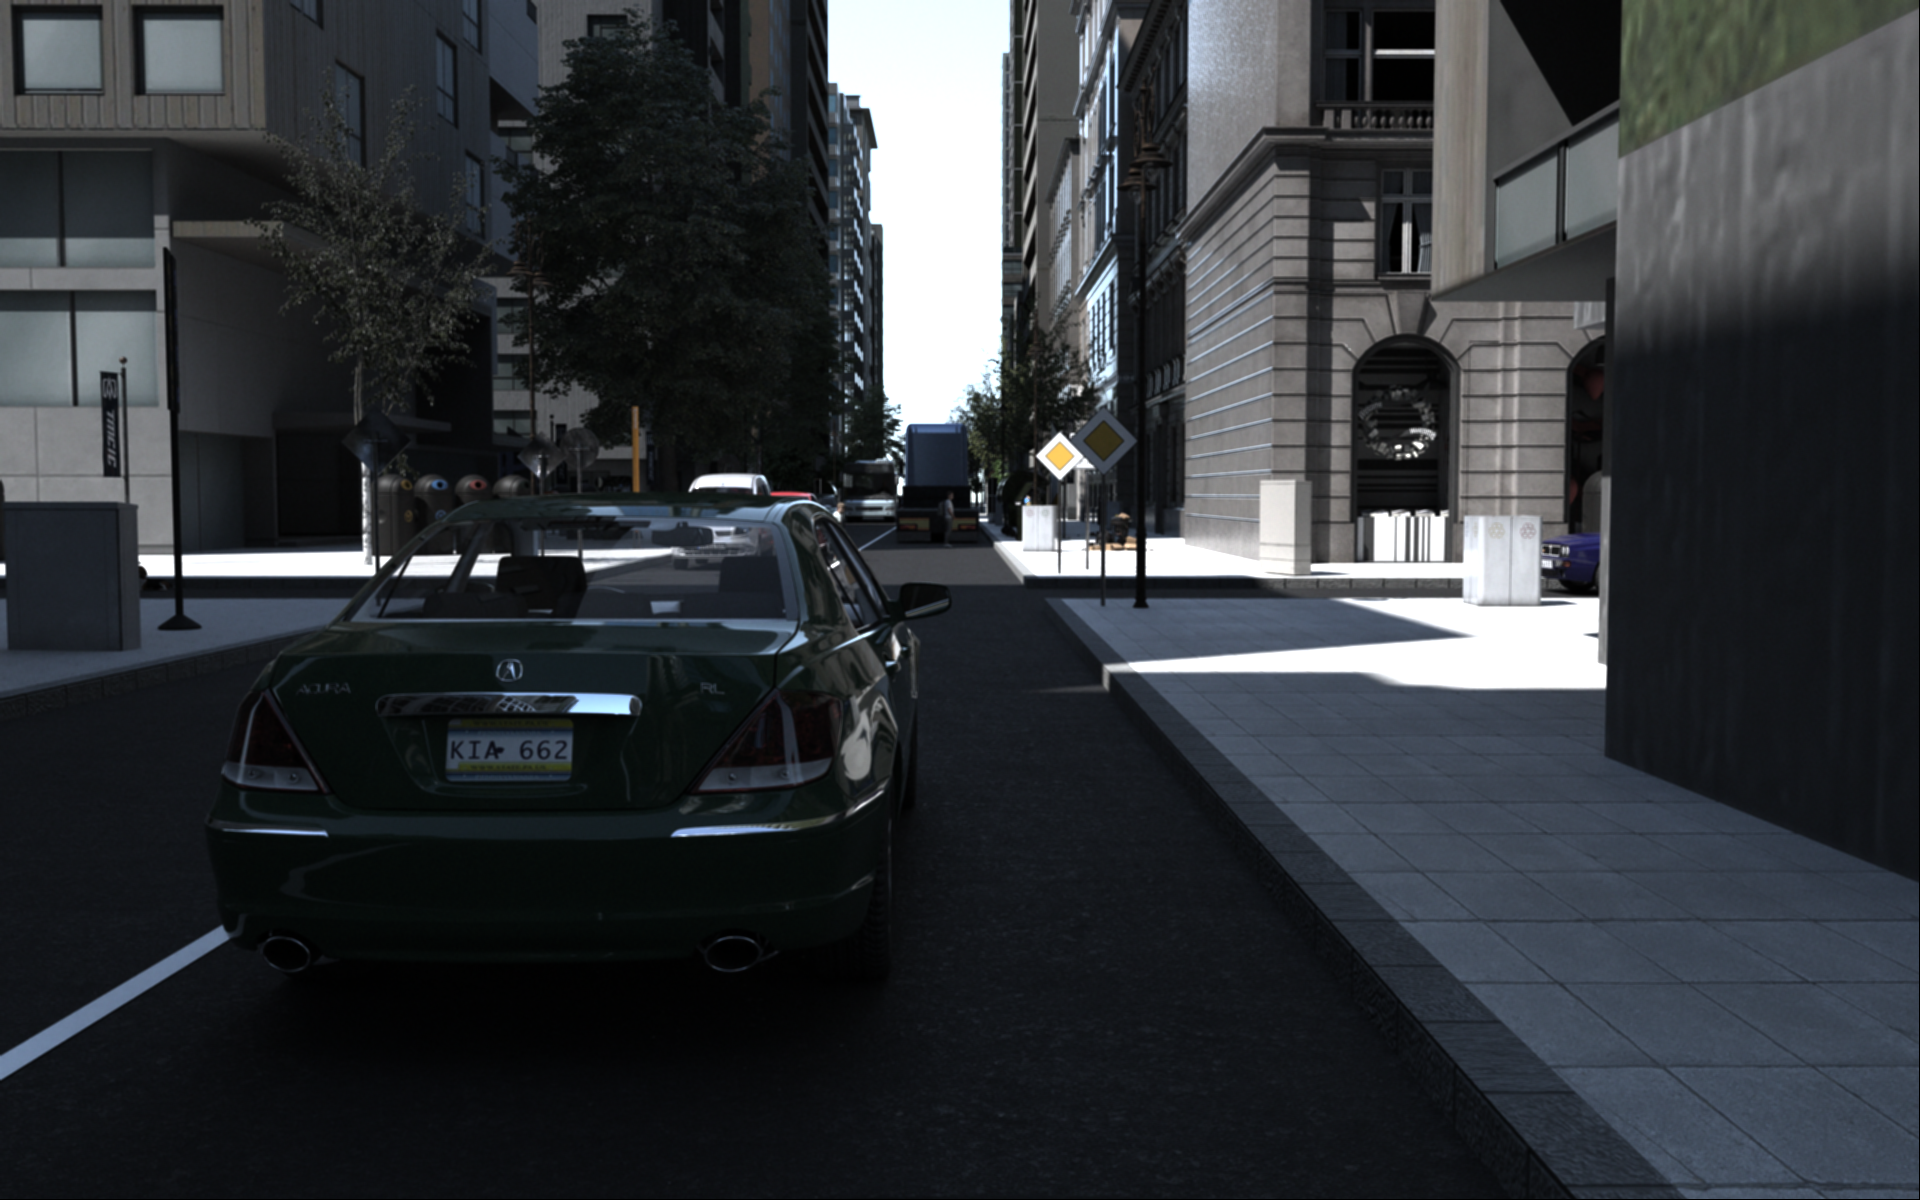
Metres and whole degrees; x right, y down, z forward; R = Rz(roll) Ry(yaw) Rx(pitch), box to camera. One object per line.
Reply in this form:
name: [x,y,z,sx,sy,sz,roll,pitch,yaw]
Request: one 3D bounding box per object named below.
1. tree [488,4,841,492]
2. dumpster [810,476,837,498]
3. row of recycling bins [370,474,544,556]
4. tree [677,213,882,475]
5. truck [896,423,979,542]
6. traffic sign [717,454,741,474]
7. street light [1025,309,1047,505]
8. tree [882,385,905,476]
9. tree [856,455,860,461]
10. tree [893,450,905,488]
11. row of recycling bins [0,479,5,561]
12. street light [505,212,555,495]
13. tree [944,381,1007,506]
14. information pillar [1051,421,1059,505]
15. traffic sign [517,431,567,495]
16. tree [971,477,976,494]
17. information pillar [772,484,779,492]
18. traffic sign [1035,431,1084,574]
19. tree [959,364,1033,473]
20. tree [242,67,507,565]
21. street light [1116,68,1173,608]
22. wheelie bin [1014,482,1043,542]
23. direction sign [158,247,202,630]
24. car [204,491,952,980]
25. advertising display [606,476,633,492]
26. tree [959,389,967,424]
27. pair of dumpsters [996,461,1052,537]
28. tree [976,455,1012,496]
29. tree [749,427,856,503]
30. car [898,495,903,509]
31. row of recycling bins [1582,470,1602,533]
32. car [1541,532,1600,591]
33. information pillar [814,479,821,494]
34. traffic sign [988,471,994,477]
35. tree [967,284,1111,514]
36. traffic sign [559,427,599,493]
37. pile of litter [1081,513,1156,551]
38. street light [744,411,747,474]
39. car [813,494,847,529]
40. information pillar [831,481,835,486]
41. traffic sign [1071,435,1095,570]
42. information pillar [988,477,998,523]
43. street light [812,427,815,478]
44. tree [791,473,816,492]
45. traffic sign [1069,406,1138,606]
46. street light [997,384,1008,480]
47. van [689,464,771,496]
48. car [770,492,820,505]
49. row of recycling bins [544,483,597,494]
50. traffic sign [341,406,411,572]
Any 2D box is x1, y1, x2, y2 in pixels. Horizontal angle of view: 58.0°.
tree: [-7.754,-8.519,45.935,9.857,13.997,8.962,0,3,0]
dumpster: [-7.504,-5.616,94.318,1.502,2.255,1.985,0,4,0]
row of recycling bins: [-10.776,-1.817,36.822,3.534,1.692,1.069,-3,5,-39]
tree: [-7.727,-9.271,69.711,7.486,12.596,7.792,0,3,0]
truck: [-0.800,-4.290,59.895,2.967,4.110,18.799,0,4,-1]
traffic sign: [-7.420,-3.392,55.573,0.768,2.556,0.104,0,4,3]
street light: [1.898,-4.325,43.495,0.468,5.910,1.993,0,4,0]
tree: [-8.776,-15.916,178.355,7.486,12.596,7.792,0,3,0]
tree: [-8.031,-8.159,117.107,4.285,4.588,4.351,0,3,0]
tree: [-8.251,-18.791,257.598,4.737,8.622,4.395,0,3,0]
row of recycling bins: [-18.749,-1.512,31.831,1.069,1.692,3.534,0,4,1]
street light: [-7.106,-3.424,28.771,0.468,5.910,1.993,0,4,0]
tree: [1.721,-16.940,187.344,12.009,13.543,11.850,0,3,0]
information pillar: [3.027,-3.904,55.182,0.183,3.616,0.504,-2,4,-23]
traffic sign: [-6.698,-1.475,27.763,0.795,2.450,0.064,0,4,0]
tree: [1.307,-9.194,144.928,1.663,3.219,1.824,0,3,0]
information pillar: [-9.628,-5.258,90.463,0.304,2.012,0.304,0,4,4]
traffic sign: [1.596,-1.477,27.784,0.795,2.450,0.064,0,4,0]
tree: [2.065,-9.062,98.524,4.360,8.622,3.978,0,3,0]
tree: [-10.422,-4.929,30.958,4.360,8.622,3.978,0,3,0]
street light: [2.043,-2.851,19.400,0.468,5.910,1.993,0,4,0]
wheelie bin: [1.859,-2.380,46.826,0.693,1.594,0.980,-1,4,-15]
direction sign: [-7.425,-1.491,16.377,0.379,3.537,0.876,-1,4,-19]
car: [-1.098,0.322,6.540,2.131,1.459,4.920,0,3,0]
advertising display: [-11.987,-3.411,60.981,0.974,1.923,0.123,1,4,15]
tree: [2.391,-7.870,79.035,4.737,8.622,4.395,0,3,0]
pair of dumpsters: [1.974,-3.130,53.676,1.574,2.255,4.437,0,4,0]
tree: [1.950,-5.488,84.333,1.663,3.219,1.824,0,3,0]
tree: [-7.875,-5.775,78.129,4.285,4.588,4.351,0,3,0]
car: [-5.205,-9.663,169.996,2.014,1.417,4.499,0,4,0]
row of recycling bins: [12.216,-1.328,28.820,3.534,1.692,1.069,1,4,22]
car: [10.378,-0.758,24.975,3.894,1.354,1.945,0,3,0]
information pillar: [-6.931,-4.885,84.361,0.304,2.012,0.304,0,4,-1]
traffic sign: [1.890,-5.709,93.450,0.768,2.556,0.104,1,4,9]
tree: [3.172,-6.807,61.654,4.737,8.622,4.395,0,3,0]
traffic sign: [-7.278,-2.020,33.129,0.768,2.556,0.104,0,4,1]
pile of litter: [3.668,-1.557,39.428,1.719,0.858,1.176,1,4,23]
street light: [-7.272,-5.252,58.660,0.468,5.910,1.993,0,4,0]
car: [-5.016,-2.996,60.784,2.131,1.459,4.920,0,4,-1]
information pillar: [-7.228,-5.660,97.028,0.304,2.012,0.304,3,4,38]
traffic sign: [2.157,-1.661,29.281,0.606,2.300,0.079,0,4,4]
information pillar: [1.437,-4.359,75.768,0.304,2.012,0.304,-3,4,-37]
street light: [-7.442,-7.084,88.610,0.468,5.910,1.993,0,4,0]
tree: [-7.853,-5.596,86.098,1.663,3.219,1.824,0,3,0]
traffic sign: [1.636,-0.988,19.799,0.795,2.450,0.064,0,4,0]
street light: [1.805,-6.119,72.836,0.468,5.910,1.993,0,4,0]
van: [-4.625,-1.664,34.211,2.013,2.044,4.112,0,4,0]
car: [-3.983,-1.833,39.018,2.155,1.783,4.494,0,4,1]
row of recycling bins: [-15.187,-3.472,63.876,3.534,1.692,1.069,-1,4,-18]
traffic sign: [-6.658,-0.987,19.778,0.795,2.450,0.064,0,4,0]
